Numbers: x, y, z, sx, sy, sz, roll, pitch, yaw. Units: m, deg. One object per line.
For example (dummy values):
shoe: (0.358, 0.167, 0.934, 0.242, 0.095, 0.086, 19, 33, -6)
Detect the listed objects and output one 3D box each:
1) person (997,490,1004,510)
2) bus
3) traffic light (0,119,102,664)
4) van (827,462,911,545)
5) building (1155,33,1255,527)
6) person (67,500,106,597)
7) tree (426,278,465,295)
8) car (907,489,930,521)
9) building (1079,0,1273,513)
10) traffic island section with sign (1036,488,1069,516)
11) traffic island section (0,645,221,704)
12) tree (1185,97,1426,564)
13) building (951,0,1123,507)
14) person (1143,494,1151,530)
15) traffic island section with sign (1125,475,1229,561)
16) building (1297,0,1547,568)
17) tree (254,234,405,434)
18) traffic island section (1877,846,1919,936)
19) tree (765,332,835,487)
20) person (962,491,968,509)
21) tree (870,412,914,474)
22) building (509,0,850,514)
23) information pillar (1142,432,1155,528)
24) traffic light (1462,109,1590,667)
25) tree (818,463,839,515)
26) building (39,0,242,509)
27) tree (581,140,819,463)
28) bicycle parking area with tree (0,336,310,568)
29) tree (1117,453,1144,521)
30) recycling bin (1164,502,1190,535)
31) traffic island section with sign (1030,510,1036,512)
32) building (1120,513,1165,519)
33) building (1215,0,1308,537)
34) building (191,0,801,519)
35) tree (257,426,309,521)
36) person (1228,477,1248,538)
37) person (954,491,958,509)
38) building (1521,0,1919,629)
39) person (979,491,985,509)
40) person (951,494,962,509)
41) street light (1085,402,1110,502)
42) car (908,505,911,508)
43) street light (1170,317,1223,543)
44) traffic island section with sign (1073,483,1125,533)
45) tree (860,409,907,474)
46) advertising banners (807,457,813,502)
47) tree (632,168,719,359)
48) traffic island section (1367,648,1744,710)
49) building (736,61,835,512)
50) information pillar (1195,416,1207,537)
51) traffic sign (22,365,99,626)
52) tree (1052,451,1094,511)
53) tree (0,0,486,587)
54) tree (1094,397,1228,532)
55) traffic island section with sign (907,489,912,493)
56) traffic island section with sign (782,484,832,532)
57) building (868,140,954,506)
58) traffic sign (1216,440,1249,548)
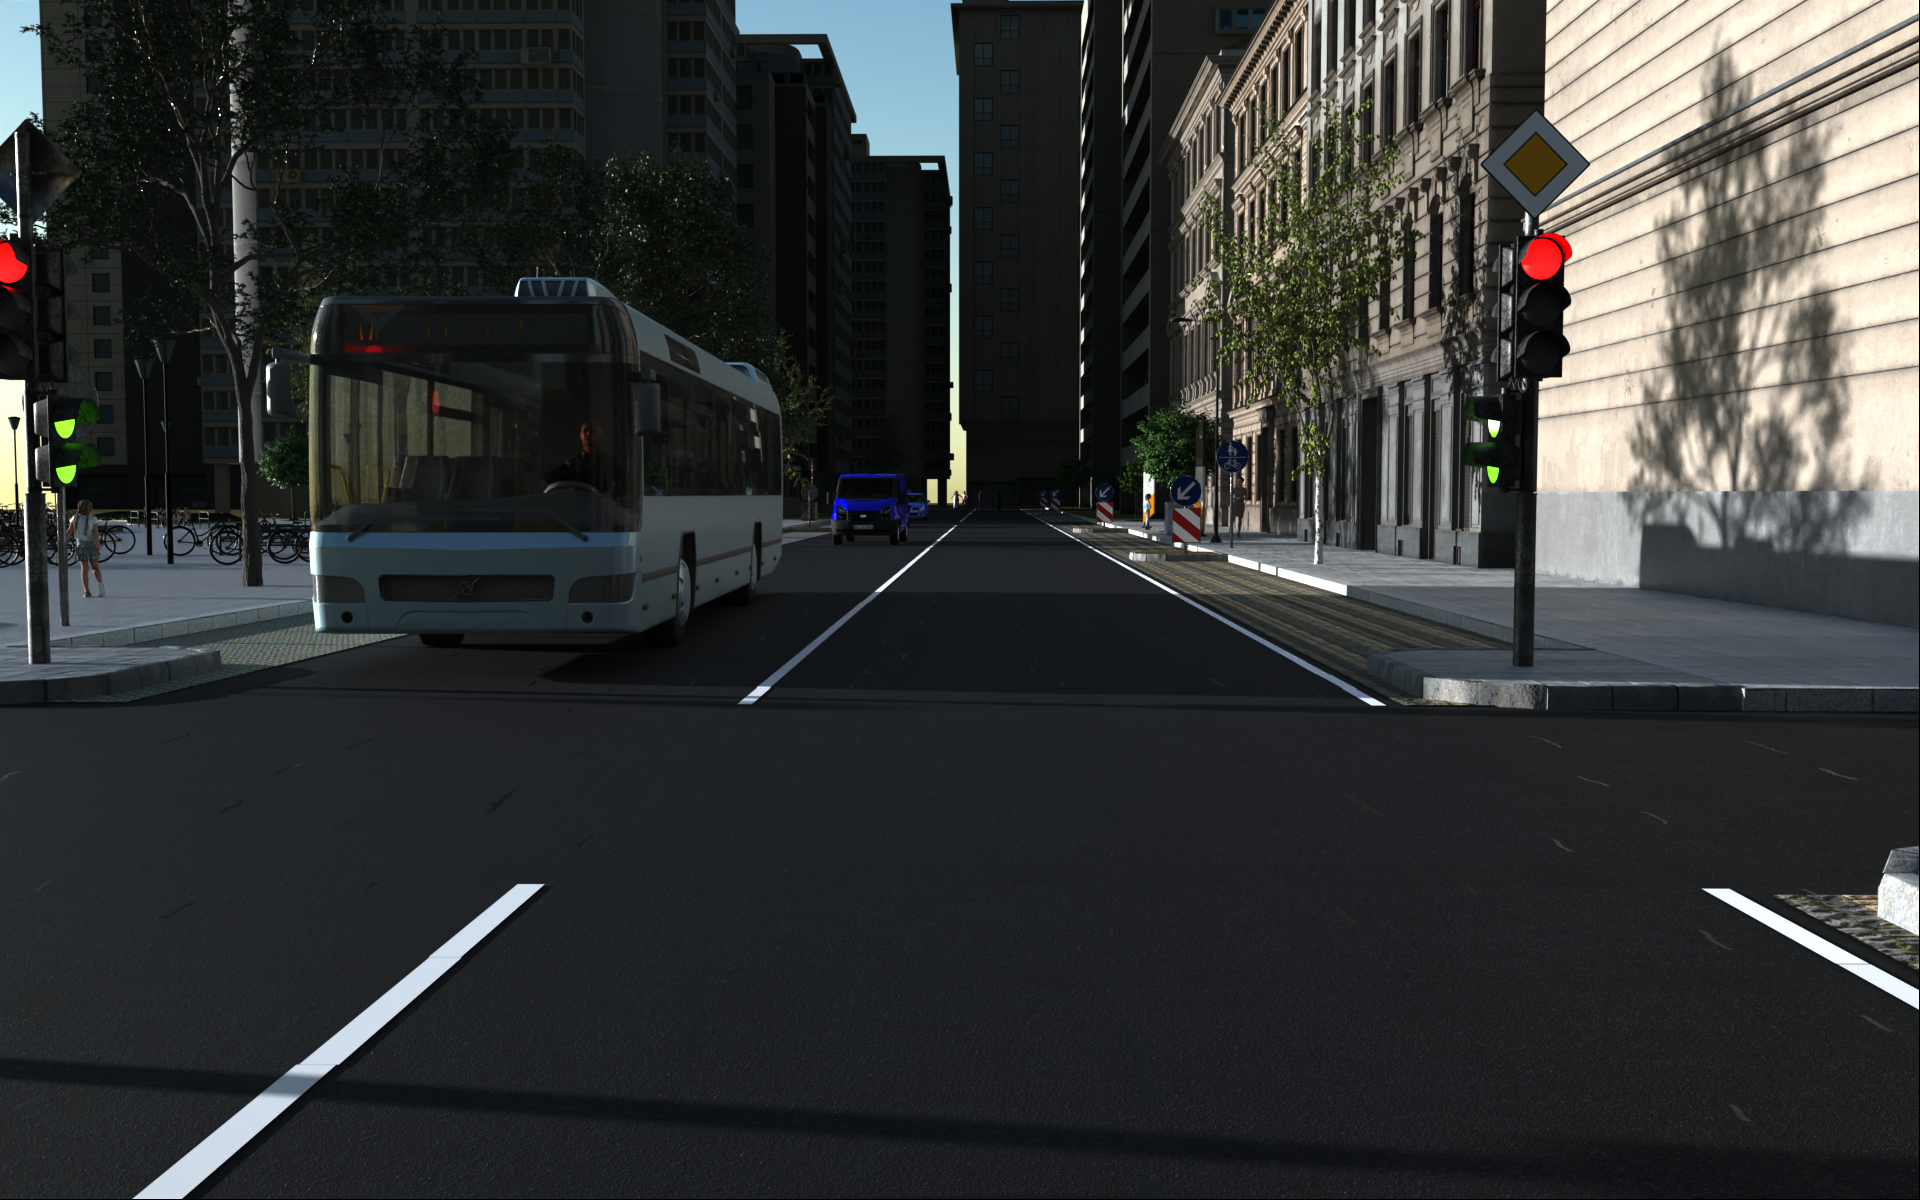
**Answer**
person: (3.521, -8.804, 152.588, 0.705, 1.807, 1.348, -1, 4, -18)
bus: (-3.860, -1.481, 19.081, 2.948, 3.499, 13.247, 0, 4, 0)
traffic light: (-6.970, -1.474, 13.029, 0.839, 4.253, 0.868, 0, 4, 1)
van: (-2.578, -2.820, 50.490, 2.240, 2.365, 5.245, 0, 4, 2)
building: (15.470, -14.752, 77.352, 11.583, 22.565, 21.152, 0, 4, 1)
person: (-10.883, -0.638, 21.483, 0.505, 1.210, 0.382, -1, 4, -19)
tree: (-17.720, -6.624, 58.659, 4.737, 8.622, 4.395, 0, 3, 0)
car: (-2.586, -5.206, 94.708, 1.945, 1.707, 3.694, 0, 4, 0)
building: (21.575, -32.153, 149.398, 21.300, 48.544, 21.600, 0, 4, 1)
traffic island section with sign: (6.194, -6.486, 114.680, 1.989, 1.847, 2.006, 0, 4, 1)
traffic island section: (-7.010, 0.558, 13.165, 2.009, 0.180, 2.903, 0, 4, 1)
tree: (6.347, -4.963, 31.509, 4.737, 8.622, 4.395, 0, 3, 0)
building: (13.097, -36.571, 187.174, 27.495, 52.752, 28.713, 0, 4, 1)
person: (6.754, -3.178, 62.275, 0.394, 1.301, 0.425, -3, 5, -43)
traffic island section with sign: (4.709, -1.769, 37.558, 1.989, 1.847, 2.006, 0, 4, 1)
building: (13.805, -11.557, 38.104, 9.793, 20.994, 18.267, 0, 4, 1)
tree: (-17.797, -6.030, 48.957, 4.737, 8.622, 4.395, 0, 3, 0)
traffic island section: (4.076, 1.059, 4.961, 2.009, 0.180, 2.903, 0, 4, 1)
tree: (-8.002, -7.750, 77.071, 4.737, 8.622, 4.395, 0, 3, 0)
person: (0.397, -9.295, 161.418, 0.436, 1.711, 0.756, -3, 5, -39)
tree: (-6.288, -12.548, 155.525, 4.360, 8.622, 3.978, 0, 3, 0)
building: (-21.210, -27.805, 146.496, 23.993, 40.220, 32.217, 0, 4, 1)
information pillar: (7.144, -4.535, 65.507, 0.504, 3.616, 0.183, 3, 4, 39)
traffic light: (4.190, -1.462, 12.831, 0.839, 4.253, 0.868, 0, 4, 1)
tree: (-7.793, -6.816, 106.045, 1.663, 3.219, 1.824, 0, 3, 0)
building: (-65.078, -43.677, 152.370, 20.611, 71.187, 20.563, 0, 4, 1)
tree: (-9.429, -8.532, 56.510, 9.611, 12.733, 9.660, 0, 3, 0)
bicycle parking area with tree: (-15.897, -2.868, 33.895, 9.016, 4.147, 8.231, -1, 4, -16)
tree: (8.148, -5.315, 81.494, 1.663, 3.219, 1.824, 0, 3, 0)
recycling bin: (6.770, -2.538, 54.043, 0.722, 1.027, 0.722, 0, 4, 2)
traffic island section with sign: (6.708, -8.142, 141.752, 1.989, 1.847, 2.006, 0, 4, 1)
building: (20.723, -29.086, 99.258, 21.300, 48.544, 21.600, 0, 4, 1)
building: (14.889, -11.774, 57.129, 10.561, 19.102, 19.286, 0, 4, 1)
building: (-26.042, -24.983, 100.347, 32.217, 40.220, 23.993, 0, 4, 1)
tree: (-32.046, -6.096, 83.383, 4.285, 4.588, 4.351, 0, 3, 0)
person: (8.133, -2.708, 50.664, 0.599, 1.781, 0.374, 0, 4, -2)
person: (-0.378, -9.471, 164.013, 0.551, 1.740, 0.621, 3, 4, 39)
building: (20.360, -14.288, 20.998, 23.554, 28.519, 14.401, 0, 4, 1)
person: (2.059, -9.506, 164.379, 0.568, 1.767, 0.683, 0, 4, 6)
person: (-0.277, -9.534, 165.104, 1.217, 1.735, 0.721, 0, 4, 1)
street light: (7.026, -7.039, 87.629, 1.470, 5.913, 1.316, 0, 4, 1)
car: (-3.083, -3.858, 75.663, 1.945, 1.354, 3.894, 0, 4, 0)
street light: (6.230, -4.472, 45.656, 1.470, 5.913, 1.316, 0, 4, 1)
traffic island section with sign: (5.229, -3.418, 64.508, 1.989, 1.847, 2.006, 0, 4, 1)
tree: (-6.533, -12.177, 149.461, 4.737, 8.622, 4.395, 0, 3, 0)
advertising banners: (-7.231, -5.350, 83.667, 0.090, 3.025, 2.074, -1, 4, -11)
tree: (-9.637, -6.738, 44.586, 7.601, 10.594, 8.767, 0, 4, -3)
traffic island section: (4.230, 0.571, 12.944, 2.009, 0.180, 2.903, 0, 4, 1)
building: (-16.354, -21.271, 119.477, 14.160, 30.474, 14.107, 0, 4, 1)
information pillar: (7.250, -3.721, 52.195, 0.183, 3.616, 0.504, -1, 4, -20)
traffic sign: (-8.704, -1.019, 16.763, 0.768, 2.556, 0.104, 0, 4, 5)
tree: (8.720, -9.161, 133.502, 4.285, 4.588, 4.351, 0, 3, 0)
tree: (-9.826, -5.490, 24.178, 8.767, 10.594, 7.601, 0, 4, 2)
tree: (7.367, -4.572, 58.464, 4.285, 4.588, 4.351, 0, 3, 0)
traffic island section with sign: (-4.206, -8.148, 141.849, 1.989, 1.847, 2.006, 0, 4, 1)
traffic island section with sign: (-5.668, -3.483, 65.577, 1.989, 1.847, 2.006, 0, 4, 1)
building: (-12.872, -30.433, 189.456, 23.993, 40.220, 32.217, 0, 4, 1)
traffic sign: (6.452, -2.508, 41.104, 0.768, 2.556, 0.104, 0, 4, 3)
